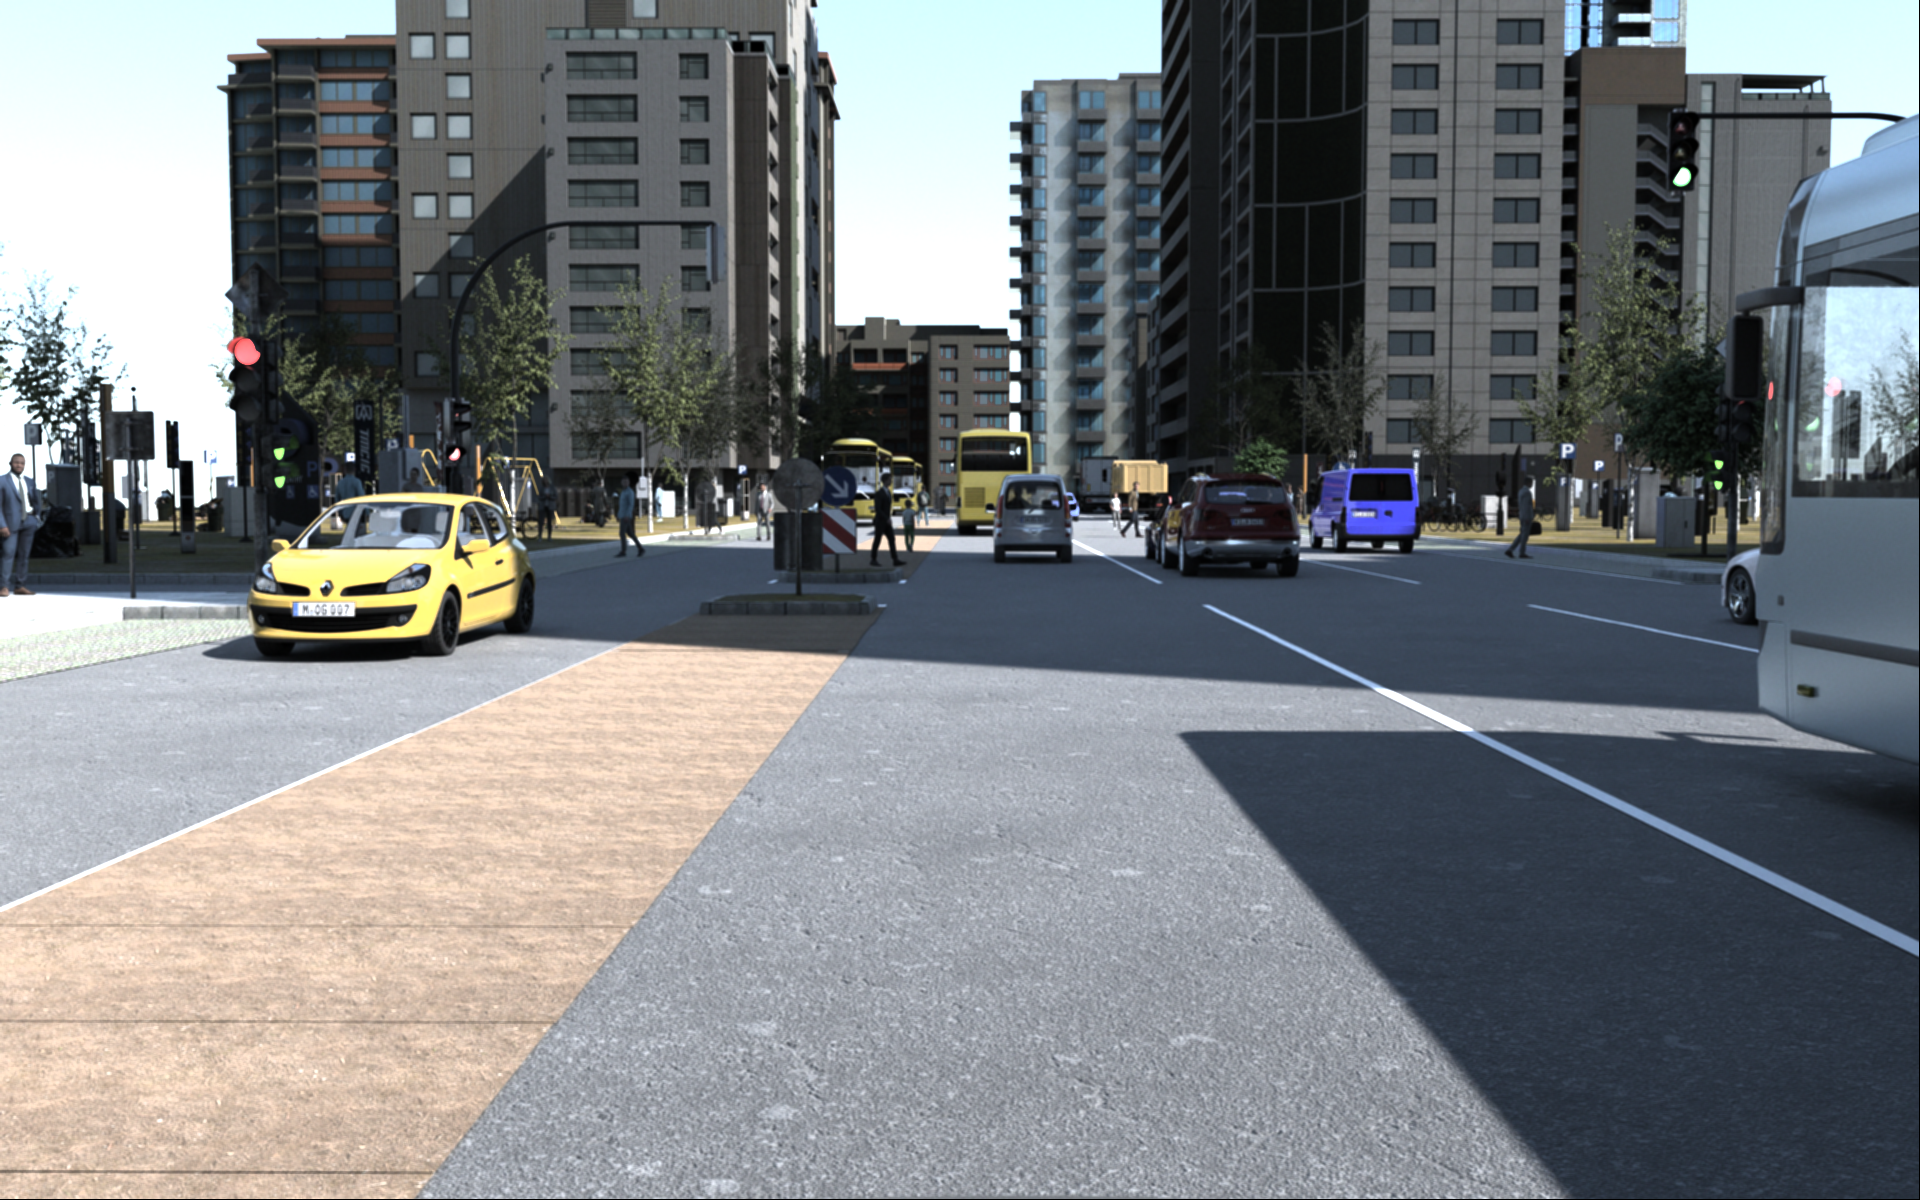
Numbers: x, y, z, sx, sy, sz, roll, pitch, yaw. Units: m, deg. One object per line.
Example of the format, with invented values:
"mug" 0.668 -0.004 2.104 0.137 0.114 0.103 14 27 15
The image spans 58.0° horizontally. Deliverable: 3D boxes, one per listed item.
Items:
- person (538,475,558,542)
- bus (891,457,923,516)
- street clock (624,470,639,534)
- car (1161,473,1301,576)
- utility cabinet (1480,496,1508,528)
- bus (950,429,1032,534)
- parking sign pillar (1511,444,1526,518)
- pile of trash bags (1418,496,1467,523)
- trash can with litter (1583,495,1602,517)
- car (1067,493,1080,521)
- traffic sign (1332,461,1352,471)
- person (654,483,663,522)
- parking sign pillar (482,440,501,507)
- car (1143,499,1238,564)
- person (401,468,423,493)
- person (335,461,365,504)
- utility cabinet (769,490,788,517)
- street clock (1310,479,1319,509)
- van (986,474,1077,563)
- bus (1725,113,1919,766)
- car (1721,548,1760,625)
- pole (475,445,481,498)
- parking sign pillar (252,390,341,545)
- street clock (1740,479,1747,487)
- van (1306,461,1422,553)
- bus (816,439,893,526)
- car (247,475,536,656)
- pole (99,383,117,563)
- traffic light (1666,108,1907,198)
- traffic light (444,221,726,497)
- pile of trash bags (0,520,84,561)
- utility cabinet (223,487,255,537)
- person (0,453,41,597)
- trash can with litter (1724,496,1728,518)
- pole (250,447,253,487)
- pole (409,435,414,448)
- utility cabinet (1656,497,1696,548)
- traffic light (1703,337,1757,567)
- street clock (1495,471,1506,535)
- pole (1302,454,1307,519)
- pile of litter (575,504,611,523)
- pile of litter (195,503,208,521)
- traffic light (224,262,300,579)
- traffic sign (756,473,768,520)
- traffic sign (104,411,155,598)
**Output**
"person" -11.170 -2.489 46.928 0.537 1.800 0.526 0 4 -5
"bus" -4.003 -7.706 117.539 2.896 3.916 12.252 0 4 1
"street clock" -10.087 -2.973 53.177 0.471 2.002 0.358 -1 4 -16
"car" 4.882 -1.409 31.703 2.281 1.827 5.304 0 4 1
"utility cabinet" 20.087 -3.301 65.138 1.020 1.237 0.306 -1 4 -20
"bus" 1.100 -4.447 64.260 2.896 3.916 12.252 0 4 0
"parking sign pillar" 30.422 -6.474 94.329 1.447 3.967 1.447 0 4 4
"pile of trash bags" 21.042 -4.193 78.304 3.447 1.369 1.912 -1 4 -14
"trash can with litter" 36.351 -5.363 98.743 1.678 1.210 2.233 -1 4 -16
"car" 5.442 -5.062 92.356 1.945 1.707 3.694 0 4 2
"traffic sign" 14.923 -4.136 67.736 0.768 2.556 0.104 0 4 5
"person" -14.085 -4.579 81.169 0.793 1.790 0.793 -1 4 -18
"parking sign pillar" -22.824 -5.865 84.371 1.447 3.967 1.447 -3 4 -37
"car" 4.940 -1.496 37.047 1.945 1.354 3.894 0 4 1
"person" -10.333 -1.608 32.680 0.374 1.781 0.599 3 5 41
"person" -10.345 -1.429 29.266 0.638 1.841 0.748 3 4 37
"utility cabinet" -9.950 -5.327 95.778 1.173 1.500 0.318 1 4 11
"street clock" 16.747 -4.725 81.825 0.358 2.002 0.471 -2 4 -28
"van" 1.556 -1.868 37.549 2.013 2.044 4.112 0 4 1
"bus" 5.163 -0.495 2.960 2.948 3.499 13.247 0 4 1
"car" 9.496 -0.320 17.593 2.083 1.381 4.827 0 4 0
"pole" -20.162 -4.808 72.456 0.158 3.312 0.155 0 3 0
"parking sign pillar" -17.061 -3.429 44.529 1.447 3.967 1.447 2 4 33
"street clock" 35.116 -4.482 77.849 0.471 2.002 0.358 3 4 38
"van" 10.141 -2.414 43.849 2.240 2.365 5.245 0 4 2
"bus" -4.687 -5.438 80.452 2.896 3.916 12.252 0 4 1
"car" -5.339 -0.388 16.560 2.015 1.641 3.980 0 4 1
"pole" -15.745 -2.334 32.004 0.158 3.312 0.155 0 3 0
"traffic light" 10.685 -2.814 20.681 4.771 5.953 1.251 0 4 1
"traffic light" -6.318 -3.322 28.981 4.771 5.953 1.251 0 4 1
"pile of trash bags" -18.746 -1.517 34.557 1.912 1.369 3.447 -1 4 -17
"utility cabinet" -21.349 -2.622 51.555 0.318 1.500 1.173 2 4 25
"person" -11.941 -0.958 21.890 0.419 1.800 0.721 1 4 22
"trash can with litter" 40.605 -4.855 90.773 0.624 1.170 1.055 -2 4 -27
"pole" -30.960 -5.014 75.820 0.158 3.312 0.155 0 3 0
"pole" -18.950 -4.041 59.912 0.158 3.312 0.155 0 3 0
"utility cabinet" 17.251 -1.870 41.731 1.020 1.237 0.306 -2 4 -26
"traffic light" 12.850 -2.438 28.788 0.839 4.253 0.868 0 4 1
"street clock" 16.850 -3.022 53.988 0.358 2.002 0.471 0 4 7
"pole" 17.559 -5.772 88.209 0.158 3.312 0.155 0 3 0
"pile of litter" -16.283 -3.820 76.426 1.719 0.858 1.176 1 4 20
"pile of litter" -36.736 -4.287 84.062 1.719 0.858 1.176 1 4 11
"traffic light" -8.483 -1.961 20.980 0.839 4.253 0.868 0 4 1
"traffic sign" -9.636 -5.032 84.399 0.606 2.300 0.079 0 4 2
"traffic sign" -10.185 -1.171 21.276 0.606 2.300 0.079 0 4 1
